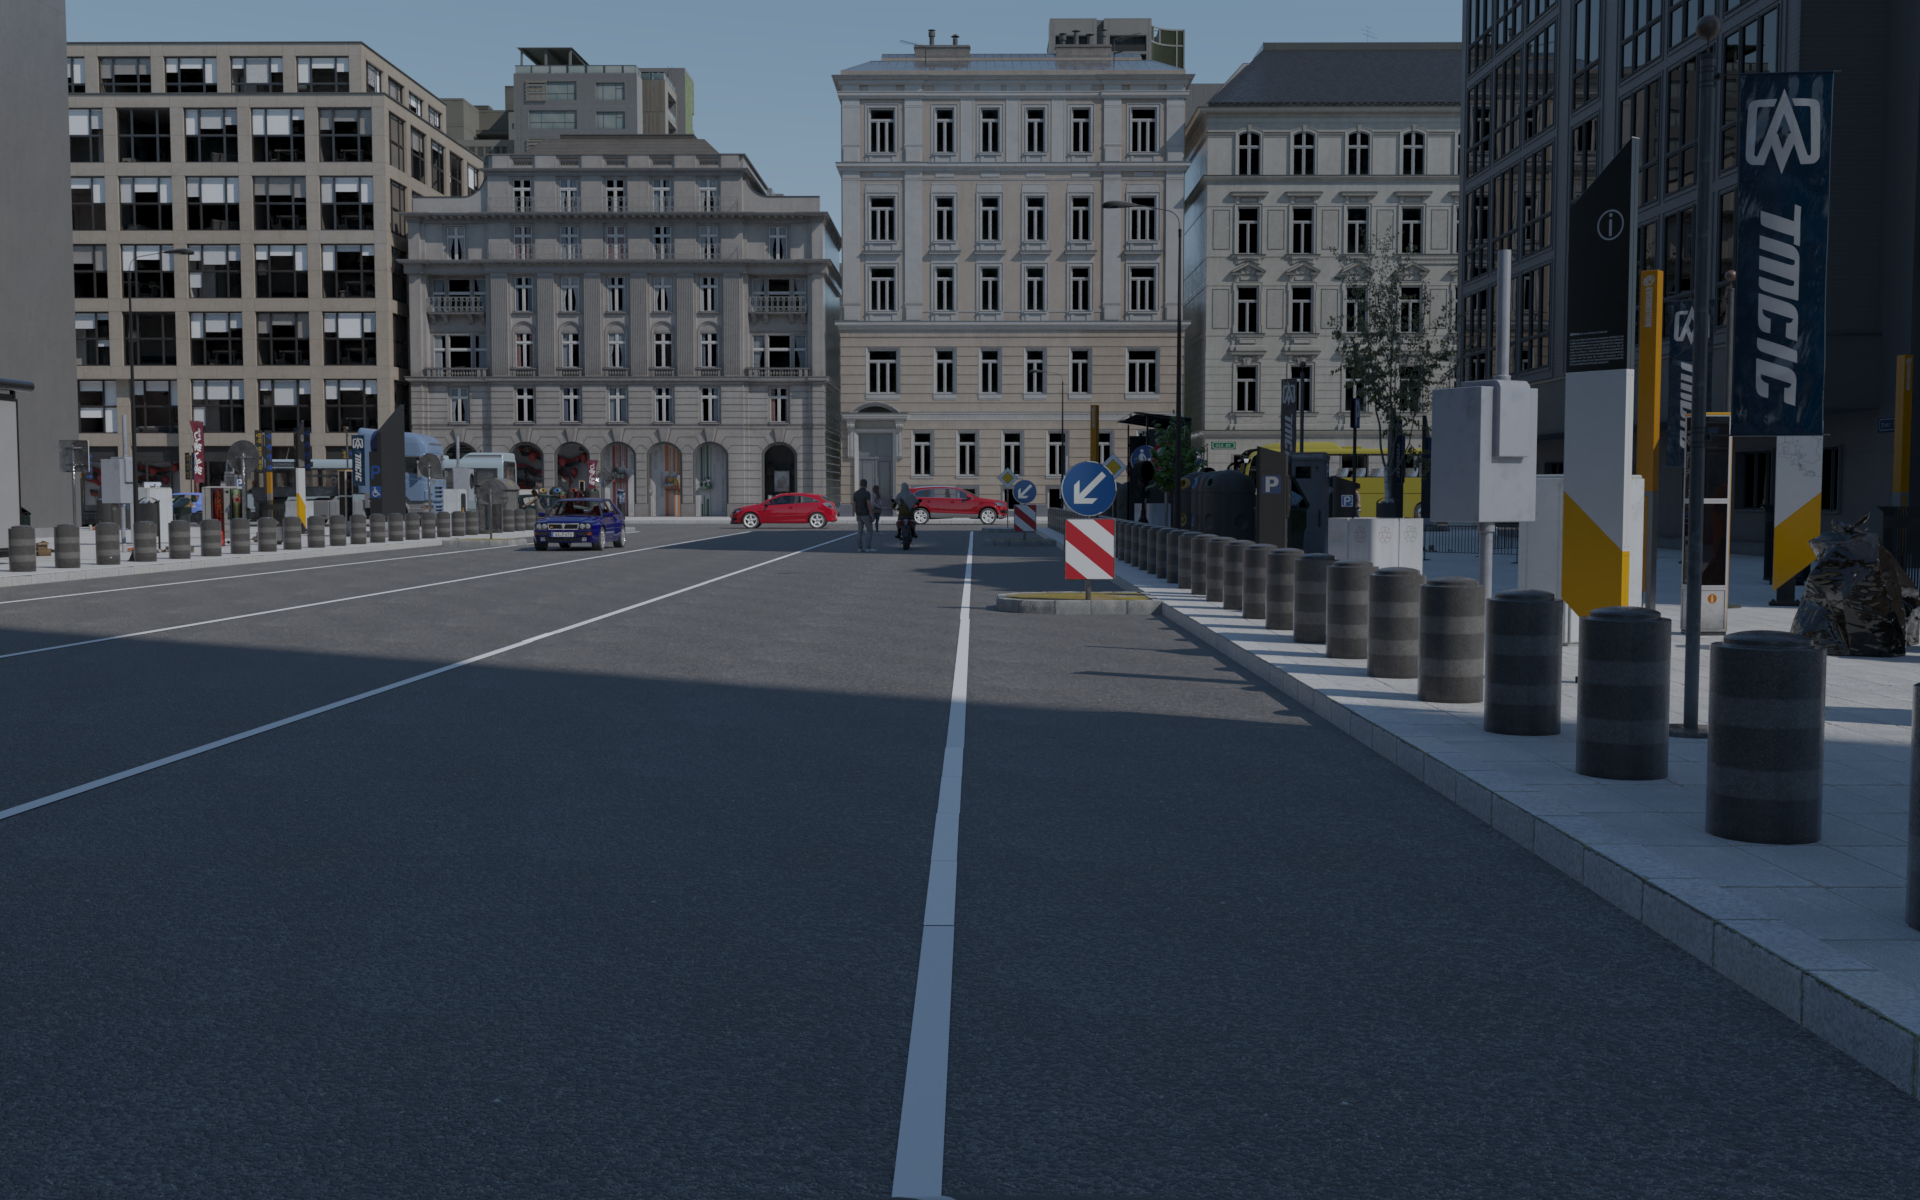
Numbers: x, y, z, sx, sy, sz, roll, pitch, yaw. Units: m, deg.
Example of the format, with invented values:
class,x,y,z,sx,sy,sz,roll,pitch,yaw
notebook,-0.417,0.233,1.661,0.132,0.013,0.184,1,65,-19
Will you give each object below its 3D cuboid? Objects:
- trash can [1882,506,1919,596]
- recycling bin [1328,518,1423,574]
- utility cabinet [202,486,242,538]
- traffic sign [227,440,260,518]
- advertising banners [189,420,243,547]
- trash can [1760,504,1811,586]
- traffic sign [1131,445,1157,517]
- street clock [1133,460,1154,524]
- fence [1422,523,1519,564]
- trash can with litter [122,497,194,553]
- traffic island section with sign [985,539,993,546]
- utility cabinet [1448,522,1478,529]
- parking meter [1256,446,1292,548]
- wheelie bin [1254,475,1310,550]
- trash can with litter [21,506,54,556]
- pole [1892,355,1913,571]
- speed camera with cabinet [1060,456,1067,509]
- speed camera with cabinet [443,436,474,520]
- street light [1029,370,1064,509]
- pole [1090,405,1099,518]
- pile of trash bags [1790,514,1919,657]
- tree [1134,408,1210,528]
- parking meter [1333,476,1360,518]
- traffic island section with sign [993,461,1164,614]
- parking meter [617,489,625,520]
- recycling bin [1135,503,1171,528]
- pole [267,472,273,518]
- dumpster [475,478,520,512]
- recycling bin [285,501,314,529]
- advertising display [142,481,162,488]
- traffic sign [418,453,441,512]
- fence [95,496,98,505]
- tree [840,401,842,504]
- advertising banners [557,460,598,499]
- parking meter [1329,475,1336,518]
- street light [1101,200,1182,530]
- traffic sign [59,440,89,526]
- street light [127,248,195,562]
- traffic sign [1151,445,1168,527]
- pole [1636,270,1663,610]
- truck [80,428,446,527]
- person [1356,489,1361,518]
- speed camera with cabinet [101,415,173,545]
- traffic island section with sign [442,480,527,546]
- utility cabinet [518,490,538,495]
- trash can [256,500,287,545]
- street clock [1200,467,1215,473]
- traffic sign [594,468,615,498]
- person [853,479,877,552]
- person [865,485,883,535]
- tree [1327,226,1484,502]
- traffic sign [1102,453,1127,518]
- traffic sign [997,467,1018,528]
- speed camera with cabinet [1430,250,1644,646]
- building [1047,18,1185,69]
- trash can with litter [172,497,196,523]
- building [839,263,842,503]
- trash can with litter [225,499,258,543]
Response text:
class,x,y,z,sx,sy,sz,roll,pitch,yaw
trash can,11.178,-0.532,20.357,0.748,1.137,0.748,0,3,0
recycling bin,4.361,-0.346,18.214,0.722,1.027,0.722,-2,4,-28
utility cabinet,-21.349,-2.538,50.172,1.173,1.500,0.318,1,4,13
traffic sign,-16.892,-2.492,40.847,0.768,2.556,0.104,0,4,2
advertising banners,-18.059,-2.811,42.140,0.090,3.025,2.074,1,4,11
trash can,11.698,-0.784,24.475,0.748,1.137,0.748,0,3,0
traffic sign,4.859,-2.772,45.421,0.768,2.556,0.104,1,4,8
street clock,3.939,-1.997,37.220,0.358,2.002,0.471,3,5,44
fence,9.640,-1.062,32.738,0.278,0.683,2.069,-3,5,-42
trash can with litter,-17.574,-1.655,38.118,2.233,1.210,1.678,1,4,11
traffic island section with sign,1.689,-2.441,48.540,1.989,1.847,2.006,0,4,0
utility cabinet,18.102,-3.278,62.276,0.318,1.500,1.173,-2,4,-31
parking meter,3.804,-0.937,21.026,0.399,1.863,0.255,1,4,15
wheelie bin,5.077,-1.190,27.363,0.693,1.594,0.980,-2,4,-27
trash can with litter,-19.205,-1.477,35.542,0.624,1.170,1.055,2,4,28
pole,13.858,-1.936,25.493,0.158,3.312,0.155,0,3,0
speed camera with cabinet,6.212,-5.829,89.633,2.038,3.252,0.660,2,4,26
speed camera with cabinet,-16.961,-3.931,58.610,0.660,3.252,2.038,0,4,-2
street light,3.292,-5.642,64.787,1.470,5.913,1.316,0,4,0
pole,3.082,-2.805,39.704,0.158,3.312,0.155,0,3,0
pile of trash bags,8.202,-0.221,13.374,1.912,1.369,3.447,-3,4,-39
tree,4.683,-2.706,38.843,1.663,3.219,1.824,0,3,0
parking meter,5.385,-0.963,24.159,0.372,1.533,0.369,0,3,0
traffic island section with sign,1.452,-0.793,21.586,1.989,1.847,2.006,0,4,0
parking meter,-16.810,-4.742,85.943,0.372,1.533,0.369,0,3,0
recycling bin,5.181,-2.083,46.611,0.722,1.027,0.722,-2,4,-32
pole,-25.430,-4.279,63.802,0.158,3.312,0.155,0,3,0
dumpster,-16.854,-3.506,63.079,1.264,1.857,1.865,0,4,0
recycling bin,-23.913,-3.068,62.716,0.722,1.027,0.722,1,4,12
advertising display,-40.675,-5.018,87.251,0.123,1.923,0.974,3,4,36
traffic sign,-16.622,-3.312,54.263,0.768,2.556,0.104,0,4,8
fence,-45.923,-5.070,94.097,0.480,1.192,2.264,2,4,35
tree,-14.889,-18.998,220.986,12.009,13.543,11.850,0,3,0
advertising banners,-19.524,-5.641,88.417,2.074,3.025,0.090,0,4,-4
parking meter,11.593,-2.983,54.487,0.399,1.863,0.255,-1,4,-18
street light,2.937,-3.364,27.549,1.470,5.913,1.316,0,4,0
traffic sign,-16.784,-1.877,32.826,0.606,2.300,0.079,0,4,8
street light,-15.155,-3.689,32.863,1.470,5.913,1.316,0,4,0
traffic sign,4.986,-2.551,41.814,0.768,2.556,0.104,0,4,4
pole,6.321,-1.350,15.916,0.158,3.312,0.155,0,3,0
truck,-30.104,-4.993,71.390,18.799,4.110,2.967,0,4,1
person,16.957,-4.022,74.796,0.750,1.759,0.617,2,4,25
speed camera with cabinet,-20.909,-3.038,44.005,0.660,3.252,2.038,1,4,10
traffic island section with sign,-13.288,-2.450,48.680,1.989,1.847,2.006,0,4,0
utility cabinet,-21.713,-4.780,86.836,0.318,1.500,1.173,3,4,37
trash can,-17.406,-1.967,43.809,0.748,1.137,0.748,0,3,0
street clock,6.697,-2.590,46.910,0.471,2.002,0.358,-1,4,-18
traffic sign,-13.446,-3.784,65.509,0.795,2.450,0.064,0,4,0
person,-2.360,-2.108,43.102,0.434,1.807,0.598,-3,5,-41
person,-3.012,-3.160,60.760,0.643,1.750,0.593,0,4,2
tree,11.827,-5.932,47.357,4.360,8.622,3.978,0,3,0
traffic sign,4.330,-2.924,49.000,0.795,2.450,0.064,1,4,9
traffic sign,1.798,-3.775,65.356,0.795,2.450,0.064,0,4,0
speed camera with cabinet,4.907,-1.243,14.654,2.038,3.252,0.660,-2,4,-31
building,23.545,-50.502,263.959,20.611,71.187,20.563,0,4,0
trash can with litter,-25.846,-2.809,57.309,0.624,1.170,1.055,1,4,13
building,-12.895,-35.420,270.999,23.993,40.220,32.217,0,4,0
trash can with litter,-18.852,-2.109,45.868,1.055,1.170,0.624,-3,4,-39
